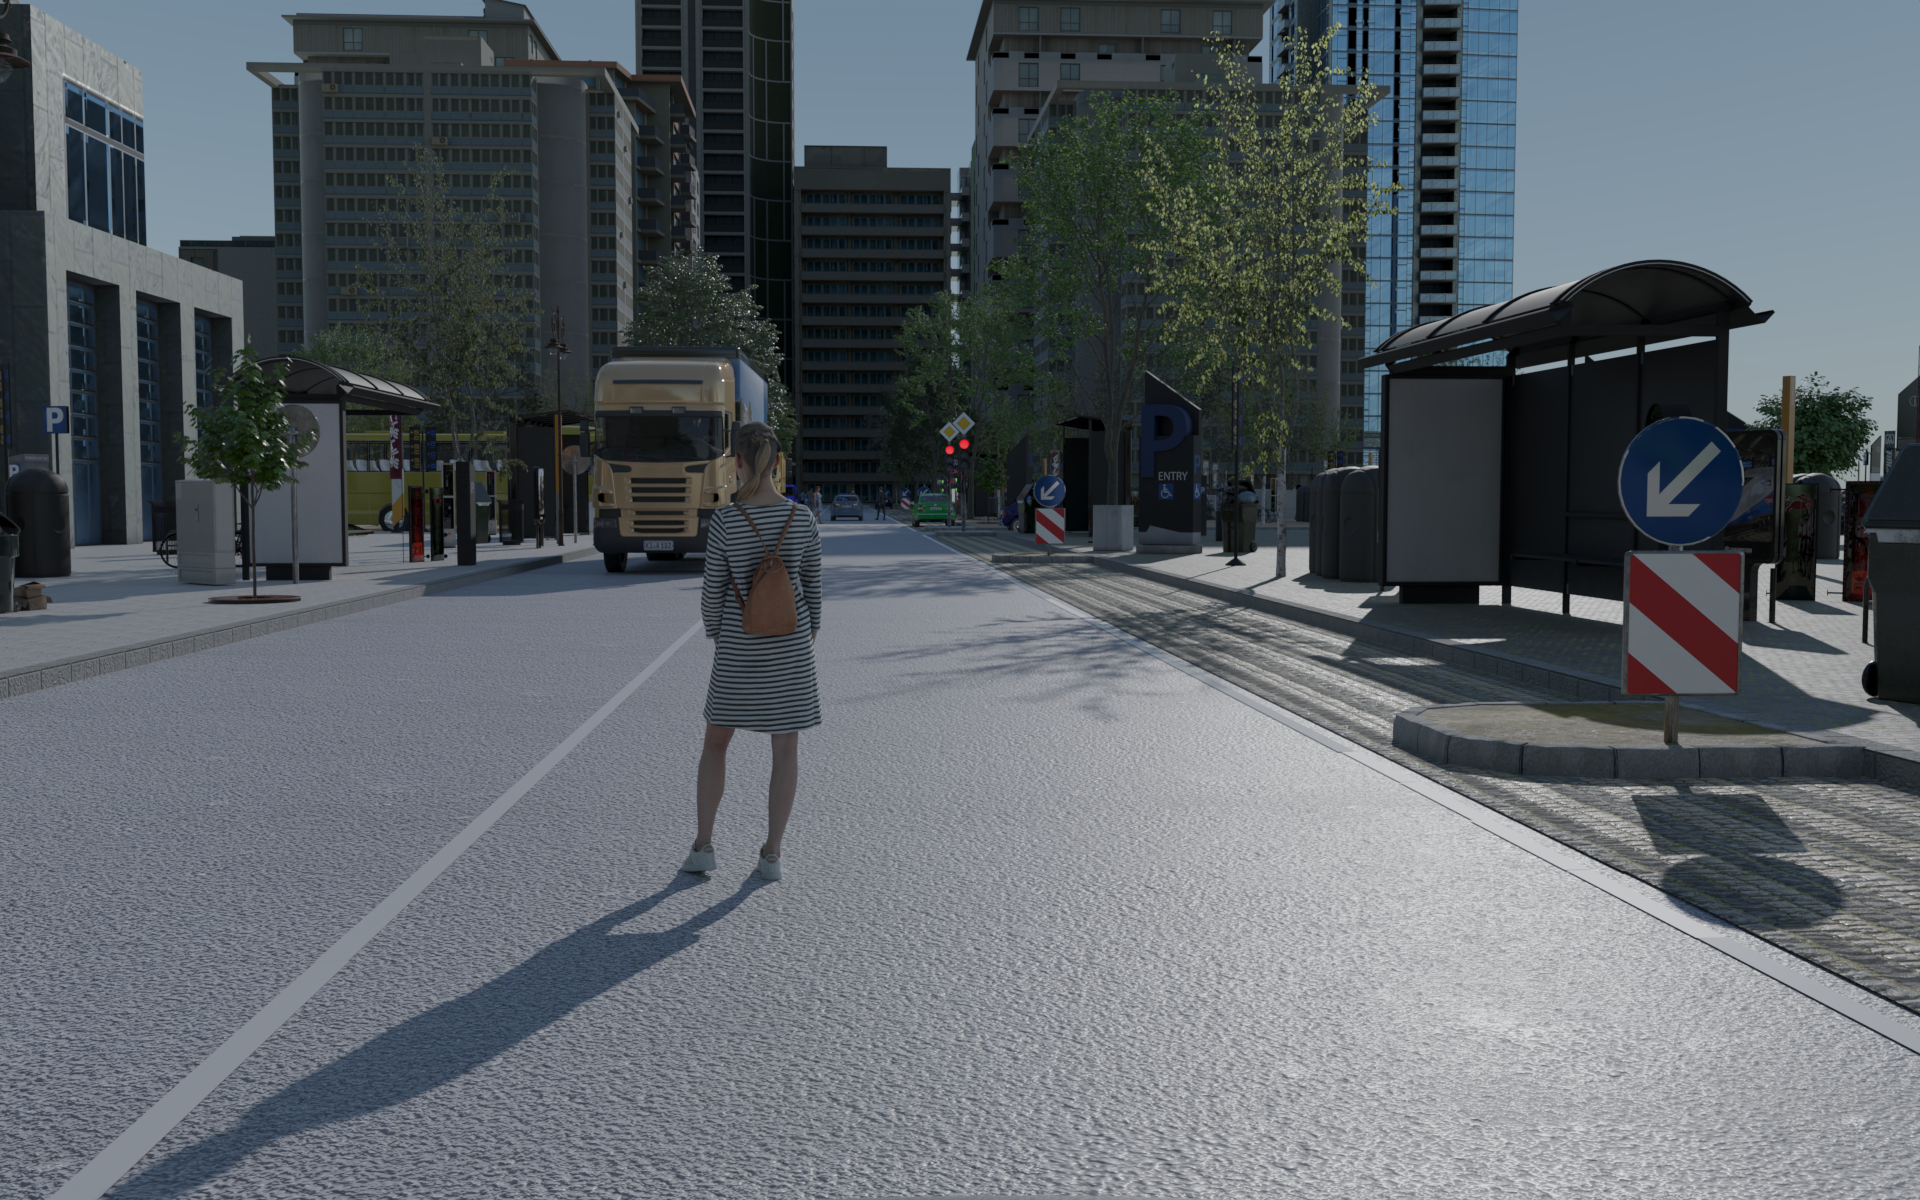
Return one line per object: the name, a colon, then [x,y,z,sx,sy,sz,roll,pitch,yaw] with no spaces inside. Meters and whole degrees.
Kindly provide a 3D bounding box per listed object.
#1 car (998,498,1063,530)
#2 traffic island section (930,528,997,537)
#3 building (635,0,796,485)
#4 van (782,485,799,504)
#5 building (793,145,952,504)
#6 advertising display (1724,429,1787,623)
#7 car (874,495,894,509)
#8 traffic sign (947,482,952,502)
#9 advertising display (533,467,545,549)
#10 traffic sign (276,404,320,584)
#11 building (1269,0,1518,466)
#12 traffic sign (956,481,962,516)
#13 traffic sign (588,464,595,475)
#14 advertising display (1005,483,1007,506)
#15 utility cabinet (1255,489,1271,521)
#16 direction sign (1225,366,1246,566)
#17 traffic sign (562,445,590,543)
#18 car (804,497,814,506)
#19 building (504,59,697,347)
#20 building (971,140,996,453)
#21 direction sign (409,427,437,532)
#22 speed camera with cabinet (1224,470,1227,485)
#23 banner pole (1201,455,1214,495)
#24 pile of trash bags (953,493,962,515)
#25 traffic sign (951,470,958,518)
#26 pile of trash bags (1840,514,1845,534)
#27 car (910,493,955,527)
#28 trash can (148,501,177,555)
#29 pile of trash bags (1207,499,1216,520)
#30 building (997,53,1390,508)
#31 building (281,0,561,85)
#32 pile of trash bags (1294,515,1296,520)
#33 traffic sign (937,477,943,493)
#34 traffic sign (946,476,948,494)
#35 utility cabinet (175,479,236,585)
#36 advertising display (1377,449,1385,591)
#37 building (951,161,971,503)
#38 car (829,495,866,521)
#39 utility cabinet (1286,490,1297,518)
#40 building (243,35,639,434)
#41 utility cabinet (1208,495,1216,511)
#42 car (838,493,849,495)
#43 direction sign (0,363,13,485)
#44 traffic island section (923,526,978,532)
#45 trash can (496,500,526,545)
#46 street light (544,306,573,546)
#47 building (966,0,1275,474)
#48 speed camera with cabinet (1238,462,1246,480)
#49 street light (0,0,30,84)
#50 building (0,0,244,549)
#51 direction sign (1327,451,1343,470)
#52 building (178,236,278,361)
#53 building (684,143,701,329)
car: [3.355,-3.045,62.373,3.894,1.354,1.945,0,4,-3]
traffic island section: [0.148,-2.269,59.374,2.009,0.180,2.903,0,4,-4]
building: [-33.374,-49.050,240.218,20.611,71.187,20.563,0,4,-4]
van: [-11.337,-6.483,110.386,2.240,2.365,5.245,0,4,-3]
building: [-12.422,-37.931,243.877,21.600,48.544,21.300,0,4,-4]
advertising display: [7.947,-0.758,17.602,0.123,1.923,0.974,-1,4,-21]
car: [-7.242,-9.297,164.589,1.945,1.354,3.894,0,4,-2]
traffic sign: [-0.571,-7.226,118.155,0.884,2.594,0.081,0,4,-1]
advertising display: [-9.967,-2.191,41.044,0.123,1.923,0.974,0,4,-6]
traffic sign: [-9.476,-1.500,24.638,0.768,2.556,0.104,0,4,2]
building: [50.444,-54.370,201.613,31.000,86.520,22.319,0,4,-4]
traffic sign: [-0.225,-6.300,103.109,0.768,2.556,0.104,0,4,1]
traffic sign: [-10.191,-3.025,49.468,0.884,2.594,0.081,0,4,6]
advertising display: [2.540,-4.700,82.061,0.974,1.923,0.123,3,4,37]
utility cabinet: [14.301,-4.485,82.007,1.173,1.500,0.318,2,4,29]
direction sign: [4.949,-2.384,30.981,0.379,3.537,0.876,1,4,20]
traffic sign: [-10.050,-2.758,45.207,0.768,2.556,0.104,0,4,-1]
car: [-17.913,-12.188,208.870,1.945,1.707,3.694,0,4,-4]
building: [-38.707,-32.002,177.860,22.147,44.769,28.867,0,4,-4]
building: [8.203,-31.771,203.054,14.154,41.232,14.086,0,4,-4]
direction sign: [-18.068,-4.057,58.321,0.876,3.537,0.379,-2,4,-28]
speed camera with cabinet: [20.887,-8.439,132.314,2.038,3.252,0.660,2,4,31]
banner pole: [15.707,-7.439,111.641,0.863,3.779,0.401,-2,4,-29]
pile of trash bags: [0.346,-6.012,108.053,1.912,1.369,3.447,1,4,10]
traffic sign: [-0.245,-5.706,93.393,0.768,2.556,0.104,0,4,3]
pile of trash bags: [28.905,-2.790,55.369,3.447,1.369,1.912,1,4,14]
car: [-1.193,-4.121,76.177,1.959,1.807,4.718,0,4,-4]
trash can: [-16.787,-1.531,36.693,0.748,1.137,0.748,0,3,0]
pile of trash bags: [10.805,-4.611,85.148,3.447,1.369,1.912,-1,4,-10]
building: [19.592,-28.458,157.176,32.217,40.220,23.993,0,4,-4]
building: [-58.321,-36.884,192.288,27.495,52.752,28.713,0,4,-4]
pile of trash bags: [18.365,-4.691,86.442,3.447,1.369,1.912,2,4,34]
traffic sign: [-1.304,-7.372,120.636,0.768,2.556,0.104,0,4,4]
traffic sign: [-0.925,-7.402,121.021,0.884,2.594,0.081,0,4,-1]
utility cabinet: [-10.697,-0.969,24.518,1.173,1.500,0.318,3,5,42]
advertising display: [5.995,-1.078,22.835,0.974,1.923,0.123,0,4,-4]
building: [13.505,-38.350,246.630,30.456,49.044,23.786,0,4,-4]
car: [-6.124,-5.009,93.894,2.014,1.417,4.499,0,4,-3]
utility cabinet: [17.652,-5.090,91.894,1.173,1.500,0.318,1,4,12]
building: [-41.734,-28.102,151.354,32.217,40.220,23.993,0,4,-4]
utility cabinet: [14.141,-5.384,99.188,1.020,1.237,0.306,1,4,15]
car: [-13.030,-11.253,193.581,1.945,1.707,3.694,0,4,-3]
direction sign: [-16.665,-2.341,30.274,0.379,3.537,0.876,-3,5,-40]
traffic island section: [-0.392,-2.756,67.341,2.009,0.180,2.903,0,4,-4]
trash can: [-11.295,-1.954,43.594,0.748,1.137,0.748,0,3,0]
street light: [-9.859,-4.273,42.646,0.468,5.910,1.993,0,4,-4]
building: [15.923,-36.281,182.424,28.713,52.752,27.495,0,4,-4]
speed camera with cabinet: [17.952,-6.857,106.449,2.038,3.252,0.660,3,4,39]
street light: [-7.805,-2.493,13.541,0.468,5.910,1.993,0,4,-4]
building: [-36.356,-44.357,37.909,31.000,86.520,22.319,0,4,-4]
direction sign: [19.667,-6.045,90.826,0.876,3.537,0.379,-1,4,-12]
building: [-79.539,-26.099,198.424,14.107,30.474,14.160,0,4,-4]
building: [-37.401,-31.661,201.259,14.086,41.232,14.154,0,4,-4]
